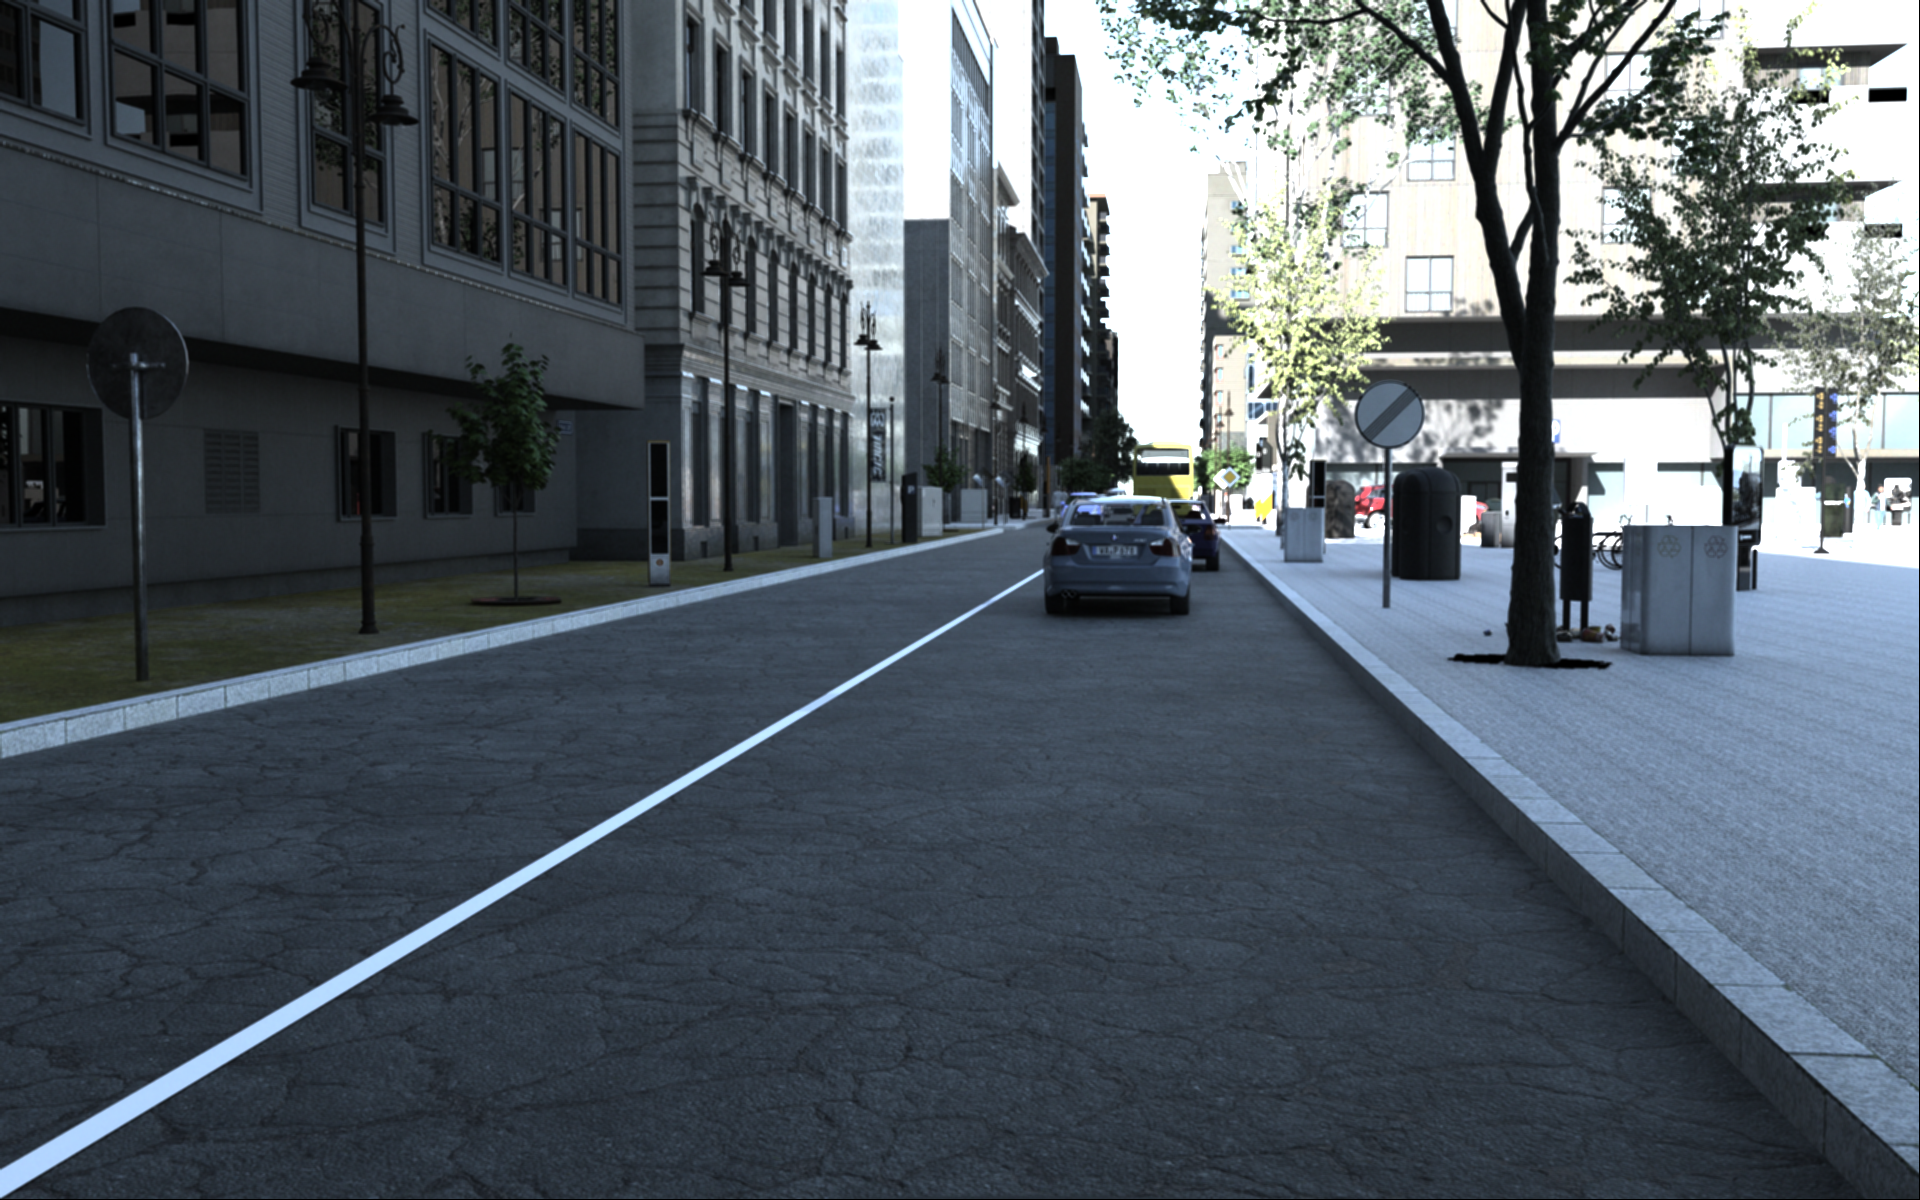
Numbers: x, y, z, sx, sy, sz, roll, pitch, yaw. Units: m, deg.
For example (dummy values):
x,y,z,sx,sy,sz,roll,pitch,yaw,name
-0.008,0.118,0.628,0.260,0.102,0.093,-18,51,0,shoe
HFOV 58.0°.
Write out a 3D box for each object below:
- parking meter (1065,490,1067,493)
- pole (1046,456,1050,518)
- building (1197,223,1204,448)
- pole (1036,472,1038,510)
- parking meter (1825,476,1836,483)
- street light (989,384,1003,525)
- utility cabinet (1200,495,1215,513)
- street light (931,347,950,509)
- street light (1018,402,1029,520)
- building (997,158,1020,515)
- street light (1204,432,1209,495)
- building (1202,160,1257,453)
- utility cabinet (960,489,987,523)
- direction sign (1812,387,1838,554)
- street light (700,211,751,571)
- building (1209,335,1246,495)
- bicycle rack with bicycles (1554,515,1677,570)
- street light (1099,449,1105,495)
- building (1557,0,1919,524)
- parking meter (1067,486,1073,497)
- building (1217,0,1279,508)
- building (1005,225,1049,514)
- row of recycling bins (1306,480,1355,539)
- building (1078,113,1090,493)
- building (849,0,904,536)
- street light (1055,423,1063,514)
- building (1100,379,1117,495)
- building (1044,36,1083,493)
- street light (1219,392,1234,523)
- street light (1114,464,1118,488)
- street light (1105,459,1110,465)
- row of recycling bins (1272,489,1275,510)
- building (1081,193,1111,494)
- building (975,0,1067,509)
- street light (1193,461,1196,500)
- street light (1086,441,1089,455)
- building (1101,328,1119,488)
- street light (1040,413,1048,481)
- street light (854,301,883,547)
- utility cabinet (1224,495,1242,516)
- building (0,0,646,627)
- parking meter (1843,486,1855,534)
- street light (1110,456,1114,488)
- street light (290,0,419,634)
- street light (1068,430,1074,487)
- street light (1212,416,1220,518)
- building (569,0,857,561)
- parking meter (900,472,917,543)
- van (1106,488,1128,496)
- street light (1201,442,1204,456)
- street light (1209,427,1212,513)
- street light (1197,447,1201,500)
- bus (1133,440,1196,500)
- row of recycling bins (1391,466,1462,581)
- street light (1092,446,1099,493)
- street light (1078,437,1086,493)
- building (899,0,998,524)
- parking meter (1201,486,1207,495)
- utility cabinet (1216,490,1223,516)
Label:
x,y,z,sx,sy,sz,roll,pitch,yaw,name
7.597,-6.933,121.762,0.372,1.533,0.369,0,3,0,parking meter
4.760,-6.104,93.645,0.158,3.312,0.155,0,3,0,pole
48.604,-37.732,271.549,22.147,44.769,28.867,0,4,7,building
6.336,-9.142,143.318,0.158,3.312,0.155,0,3,0,pole
28.540,-3.130,56.883,0.399,1.863,0.255,-3,5,-41,parking meter
1.485,-6.053,71.747,0.468,5.910,1.993,0,4,7,street light
17.150,-6.654,119.957,1.020,1.237,0.306,2,4,26,utility cabinet
-0.615,-4.999,54.521,0.468,5.910,1.993,0,4,7,street light
3.160,-6.896,85.543,0.468,5.910,1.993,0,4,7,street light
-2.798,-16.758,102.879,11.050,23.489,19.941,0,4,7,building
16.846,-8.784,116.407,0.468,5.910,1.993,0,4,7,street light
45.501,-38.088,246.438,21.300,48.544,21.600,0,4,7,building
0.607,-4.148,76.497,1.173,1.500,0.318,0,4,-6,utility cabinet
18.403,-2.746,36.892,0.876,3.537,0.379,-3,4,-35,direction sign
-3.857,-3.417,28.659,0.468,5.910,1.993,0,4,7,street light
43.251,-21.816,201.736,27.650,21.520,28.899,0,4,7,building
11.722,-0.984,29.477,2.925,0.926,2.852,2,4,28,bicycle rack with bicycles
14.039,-12.311,174.078,0.468,5.910,1.993,0,4,7,street light
28.947,-30.219,83.320,27.495,52.752,28.713,0,4,7,building
7.572,-6.930,119.021,0.399,1.863,0.255,1,4,12,parking meter
37.312,-52.458,170.362,22.319,86.520,31.000,0,4,7,building
-0.235,-17.560,123.254,11.583,22.565,21.152,0,4,7,building
10.921,-2.705,51.344,1.069,1.692,3.534,0,4,1,row of recycling bins
3.195,-35.355,197.661,23.786,49.044,30.456,0,4,7,building
-10.963,-12.373,57.044,16.860,20.320,10.420,0,4,7,building
6.344,-8.473,111.317,0.468,5.910,1.993,0,4,7,street light
10.700,-26.382,276.388,27.650,21.520,28.899,0,4,7,building
5.043,-32.086,174.710,14.600,45.320,14.200,0,4,7,building
11.960,-6.386,77.201,0.468,5.910,1.993,0,4,7,street light
18.872,-14.691,212.991,0.468,5.910,1.993,0,4,7,street light
15.642,-13.099,186.964,0.468,5.910,1.993,0,4,7,street light
25.477,-8.292,142.682,1.069,1.692,3.534,1,4,12,row of recycling bins
10.026,-36.170,246.003,22.147,44.769,28.867,0,4,7,building
-0.673,-43.924,156.407,20.563,71.187,20.611,0,4,7,building
23.131,-11.937,167.962,0.468,5.910,1.993,0,4,7,street light
10.750,-10.702,147.768,0.468,5.910,1.993,0,4,7,street light
19.928,-32.104,296.607,14.160,30.474,14.107,0,4,7,building
4.793,-7.684,98.425,0.468,5.910,1.993,0,4,7,street light
-2.194,-4.211,41.632,0.468,5.910,1.993,0,4,7,street light
16.300,-5.635,103.293,1.020,1.237,0.306,-1,4,-14,utility cabinet
-14.037,-13.876,20.388,14.314,27.812,24.014,0,4,7,building
28.838,-2.927,56.272,0.372,1.533,0.369,0,3,0,parking meter
17.187,-13.888,199.856,0.468,5.910,1.993,0,4,7,street light
-5.445,-2.629,15.772,0.468,5.910,1.993,0,4,7,street light
8.013,-9.285,124.594,0.468,5.910,1.993,0,4,7,street light
13.520,-7.175,90.092,0.468,5.910,1.993,0,4,7,street light
-8.811,-11.784,41.814,9.793,20.994,18.267,0,4,7,building
-1.345,-2.443,45.651,0.399,1.863,0.255,-1,4,-22,parking meter
11.281,-7.212,124.922,2.013,2.044,4.112,0,4,8,van
18.506,-9.595,129.658,0.468,5.910,1.993,0,4,7,street light
15.209,-7.962,102.967,0.468,5.910,1.993,0,4,7,street light
20.216,-10.483,144.191,0.468,5.910,1.993,0,4,7,street light
9.258,-5.316,78.471,2.896,3.916,12.252,0,4,7,bus
7.308,-1.236,27.322,1.069,1.692,3.534,1,4,13,row of recycling bins
12.445,-11.523,161.191,0.468,5.910,1.993,0,4,7,street light
9.541,-10.082,137.628,0.468,5.910,1.993,0,4,7,street light
-5.194,-16.212,83.083,12.078,24.808,19.932,0,4,7,building
17.335,-7.168,122.913,0.255,1.863,0.399,-2,4,-35,parking meter
15.232,-5.670,101.382,0.318,1.500,1.173,1,4,16,utility cabinet
